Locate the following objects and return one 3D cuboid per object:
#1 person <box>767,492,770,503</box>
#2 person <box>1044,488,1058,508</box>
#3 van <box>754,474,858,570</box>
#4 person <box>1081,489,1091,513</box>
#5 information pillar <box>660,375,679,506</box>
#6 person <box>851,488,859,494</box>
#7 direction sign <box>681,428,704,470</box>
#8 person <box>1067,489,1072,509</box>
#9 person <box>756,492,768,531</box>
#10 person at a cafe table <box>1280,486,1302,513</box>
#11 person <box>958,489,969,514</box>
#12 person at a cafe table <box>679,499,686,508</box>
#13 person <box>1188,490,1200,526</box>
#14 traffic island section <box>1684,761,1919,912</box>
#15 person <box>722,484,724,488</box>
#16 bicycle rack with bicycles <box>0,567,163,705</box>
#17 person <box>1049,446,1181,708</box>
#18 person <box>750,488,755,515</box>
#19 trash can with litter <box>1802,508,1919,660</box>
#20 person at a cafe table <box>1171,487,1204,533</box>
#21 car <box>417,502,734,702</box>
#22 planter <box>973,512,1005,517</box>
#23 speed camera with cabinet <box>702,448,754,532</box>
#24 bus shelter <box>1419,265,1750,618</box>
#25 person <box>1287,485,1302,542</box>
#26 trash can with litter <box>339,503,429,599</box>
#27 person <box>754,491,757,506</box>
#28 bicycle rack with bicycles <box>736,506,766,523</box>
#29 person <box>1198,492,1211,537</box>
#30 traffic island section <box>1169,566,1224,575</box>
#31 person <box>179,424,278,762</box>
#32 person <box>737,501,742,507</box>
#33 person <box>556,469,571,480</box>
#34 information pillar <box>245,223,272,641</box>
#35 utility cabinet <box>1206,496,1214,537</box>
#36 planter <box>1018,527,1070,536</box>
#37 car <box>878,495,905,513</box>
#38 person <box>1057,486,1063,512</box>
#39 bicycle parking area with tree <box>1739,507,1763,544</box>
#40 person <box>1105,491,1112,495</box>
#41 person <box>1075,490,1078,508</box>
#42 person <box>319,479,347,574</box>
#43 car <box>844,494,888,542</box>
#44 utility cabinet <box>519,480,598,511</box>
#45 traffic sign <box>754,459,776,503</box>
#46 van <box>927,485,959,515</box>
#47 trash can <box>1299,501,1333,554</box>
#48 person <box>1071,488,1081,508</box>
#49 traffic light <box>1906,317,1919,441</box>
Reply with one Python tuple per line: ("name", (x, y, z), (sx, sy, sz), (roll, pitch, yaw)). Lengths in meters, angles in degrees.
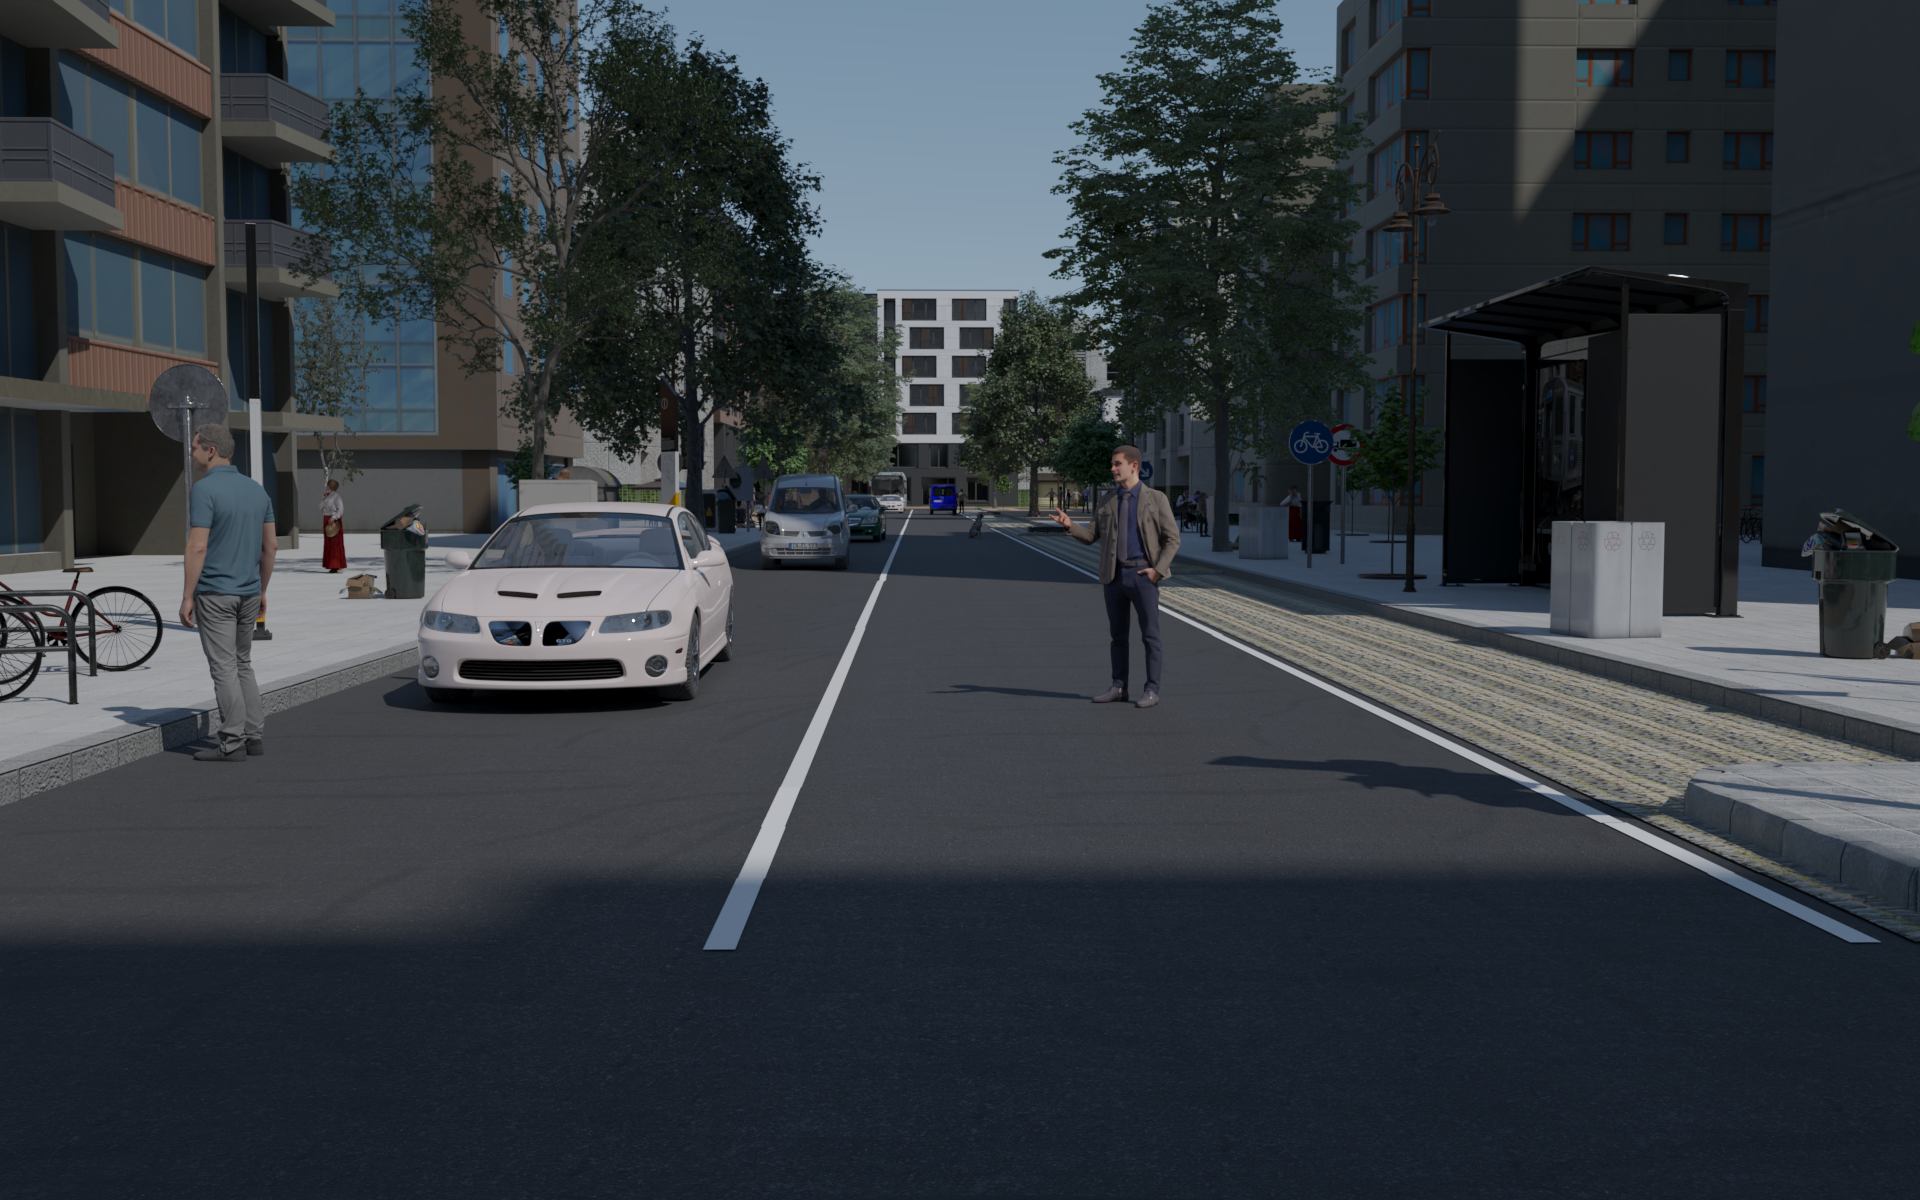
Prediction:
("person", (-16.235, -8.406, 146.747), (0.557, 1.426, 1.065), (0, 4, -3))
("person", (8.190, -9.097, 154.790), (1.348, 1.823, 0.705), (1, 4, 9))
("van", (-3.019, -1.663, 34.197), (2.013, 2.044, 4.112), (0, 4, -3))
("person", (8.404, -6.677, 115.082), (0.709, 1.838, 0.599), (1, 4, 21))
("information pillar", (-5.715, -2.612, 34.067), (0.504, 3.616, 0.183), (3, 5, 44))
("person", (-9.670, -9.340, 158.841), (1.348, 1.812, 0.705), (-1, 4, -15))
("direction sign", (-8.527, -3.867, 55.228), (0.876, 3.537, 0.379), (2, 4, 27))
("person", (9.515, -8.775, 150.337), (0.721, 1.723, 1.217), (1, 4, 22))
("person", (-6.921, -3.103, 60.680), (0.435, 1.345, 0.340), (-2, 4, -24))
("person at a cafe table", (9.831, -2.696, 52.596), (1.698, 1.524, 1.622), (-3, 4, -38))
("person", (0.106, -7.271, 127.383), (1.348, 1.823, 0.705), (-2, 4, -25))
("person at a cafe table", (-11.741, -3.871, 74.151), (1.726, 1.238, 1.698), (1, 4, 14))
("person", (9.380, -3.669, 69.256), (0.421, 1.427, 0.697), (3, 4, 36))
("traffic island section", (4.225, 0.945, 6.831), (2.009, 0.180, 2.903), (0, 4, -1))
("person", (-12.851, -5.417, 94.608), (0.705, 1.824, 1.348), (1, 4, 23))
("bicycle rack with bicycles", (-6.760, 0.142, 11.067), (2.925, 0.926, 2.852), (-1, 4, -22))
("person", (1.039, -0.162, 11.672), (0.750, 1.759, 0.617), (-3, 5, -42))
("person", (-12.914, -6.169, 107.839), (0.436, 1.711, 0.756), (2, 4, 27))
("trash can with litter", (7.245, -0.136, 13.611), (1.055, 1.170, 0.624), (0, 4, 4))
("person at a cafe table", (7.834, -3.042, 58.245), (1.698, 1.524, 1.622), (-3, 5, -40))
("car", (-2.823, -0.070, 13.505), (2.083, 1.381, 4.827), (0, 4, -2))
("planter", (1.820, -5.381, 109.125), (1.991, 0.319, 1.994), (0, 4, -1))
("speed camera with cabinet", (-7.942, -3.947, 58.877), (2.038, 3.252, 0.660), (3, 4, 36))
("bus shelter", (7.266, -1.816, 20.967), (1.731, 3.624, 6.357), (0, 4, -1))
("person", (8.971, -2.309, 46.258), (0.523, 1.526, 0.387), (-2, 4, -30))
("trash can with litter", (-7.049, -0.599, 21.184), (1.055, 1.170, 0.624), (0, 4, -8))
("person", (-18.659, -9.227, 156.532), (1.348, 1.869, 0.705), (-3, 5, -45))
("bicycle rack with bicycles", (-8.467, -3.871, 76.670), (2.925, 0.926, 2.852), (0, 4, -4))
("person", (7.305, -2.553, 51.699), (0.340, 1.345, 0.435), (1, 4, 21))
("traffic island section", (3.636, -0.527, 31.488), (1.991, 0.108, 1.994), (0, 4, -1))
("person", (-3.979, -0.045, 9.366), (0.434, 1.807, 0.598), (2, 4, 30))
("person", (-13.511, -6.103, 105.786), (0.705, 1.831, 1.348), (-3, 5, -44))
("person", (-7.328, -1.546, 32.007), (0.565, 1.739, 0.600), (2, 4, 23))
("information pillar", (-6.211, -1.463, 15.282), (0.183, 3.616, 0.504), (-1, 4, -21))
("utility cabinet", (7.742, -2.534, 52.597), (0.306, 1.237, 1.020), (0, 4, -5))
("planter", (2.989, -2.336, 59.331), (1.991, 0.319, 1.994), (0, 4, -1))
("car", (-5.190, -7.165, 129.513), (2.083, 1.381, 4.827), (0, 4, -3))
("person", (7.018, -7.063, 121.530), (0.705, 1.824, 1.348), (1, 4, 14))
("bicycle parking area with tree", (24.089, -3.593, 45.740), (8.231, 4.147, 9.016), (1, 4, 14))
("person", (9.520, -6.343, 109.708), (1.348, 1.831, 0.705), (3, 5, 39))
("person", (11.057, -9.520, 164.247), (0.705, 1.812, 1.348), (0, 4, -3))
("person", (-10.132, -1.192, 28.006), (0.387, 1.526, 0.523), (-3, 5, -44))
("car", (-3.251, -2.535, 53.240), (2.131, 1.459, 4.920), (0, 4, 0))
("utility cabinet", (-6.268, -1.126, 27.086), (1.173, 1.500, 0.318), (1, 4, 10))
("traffic sign", (-6.918, -3.733, 61.041), (0.884, 2.594, 0.081), (0, 3, 0))
("van", (-1.178, -7.130, 120.962), (2.240, 2.365, 5.245), (0, 4, -1))
("trash can", (7.672, -1.571, 37.337), (0.748, 1.137, 0.748), (0, 3, 0))
("person", (10.480, -9.228, 156.928), (1.348, 1.824, 0.705), (-1, 4, -9))
("traffic light", (4.185, -1.088, 6.716), (0.839, 4.253, 0.868), (0, 4, -1))
